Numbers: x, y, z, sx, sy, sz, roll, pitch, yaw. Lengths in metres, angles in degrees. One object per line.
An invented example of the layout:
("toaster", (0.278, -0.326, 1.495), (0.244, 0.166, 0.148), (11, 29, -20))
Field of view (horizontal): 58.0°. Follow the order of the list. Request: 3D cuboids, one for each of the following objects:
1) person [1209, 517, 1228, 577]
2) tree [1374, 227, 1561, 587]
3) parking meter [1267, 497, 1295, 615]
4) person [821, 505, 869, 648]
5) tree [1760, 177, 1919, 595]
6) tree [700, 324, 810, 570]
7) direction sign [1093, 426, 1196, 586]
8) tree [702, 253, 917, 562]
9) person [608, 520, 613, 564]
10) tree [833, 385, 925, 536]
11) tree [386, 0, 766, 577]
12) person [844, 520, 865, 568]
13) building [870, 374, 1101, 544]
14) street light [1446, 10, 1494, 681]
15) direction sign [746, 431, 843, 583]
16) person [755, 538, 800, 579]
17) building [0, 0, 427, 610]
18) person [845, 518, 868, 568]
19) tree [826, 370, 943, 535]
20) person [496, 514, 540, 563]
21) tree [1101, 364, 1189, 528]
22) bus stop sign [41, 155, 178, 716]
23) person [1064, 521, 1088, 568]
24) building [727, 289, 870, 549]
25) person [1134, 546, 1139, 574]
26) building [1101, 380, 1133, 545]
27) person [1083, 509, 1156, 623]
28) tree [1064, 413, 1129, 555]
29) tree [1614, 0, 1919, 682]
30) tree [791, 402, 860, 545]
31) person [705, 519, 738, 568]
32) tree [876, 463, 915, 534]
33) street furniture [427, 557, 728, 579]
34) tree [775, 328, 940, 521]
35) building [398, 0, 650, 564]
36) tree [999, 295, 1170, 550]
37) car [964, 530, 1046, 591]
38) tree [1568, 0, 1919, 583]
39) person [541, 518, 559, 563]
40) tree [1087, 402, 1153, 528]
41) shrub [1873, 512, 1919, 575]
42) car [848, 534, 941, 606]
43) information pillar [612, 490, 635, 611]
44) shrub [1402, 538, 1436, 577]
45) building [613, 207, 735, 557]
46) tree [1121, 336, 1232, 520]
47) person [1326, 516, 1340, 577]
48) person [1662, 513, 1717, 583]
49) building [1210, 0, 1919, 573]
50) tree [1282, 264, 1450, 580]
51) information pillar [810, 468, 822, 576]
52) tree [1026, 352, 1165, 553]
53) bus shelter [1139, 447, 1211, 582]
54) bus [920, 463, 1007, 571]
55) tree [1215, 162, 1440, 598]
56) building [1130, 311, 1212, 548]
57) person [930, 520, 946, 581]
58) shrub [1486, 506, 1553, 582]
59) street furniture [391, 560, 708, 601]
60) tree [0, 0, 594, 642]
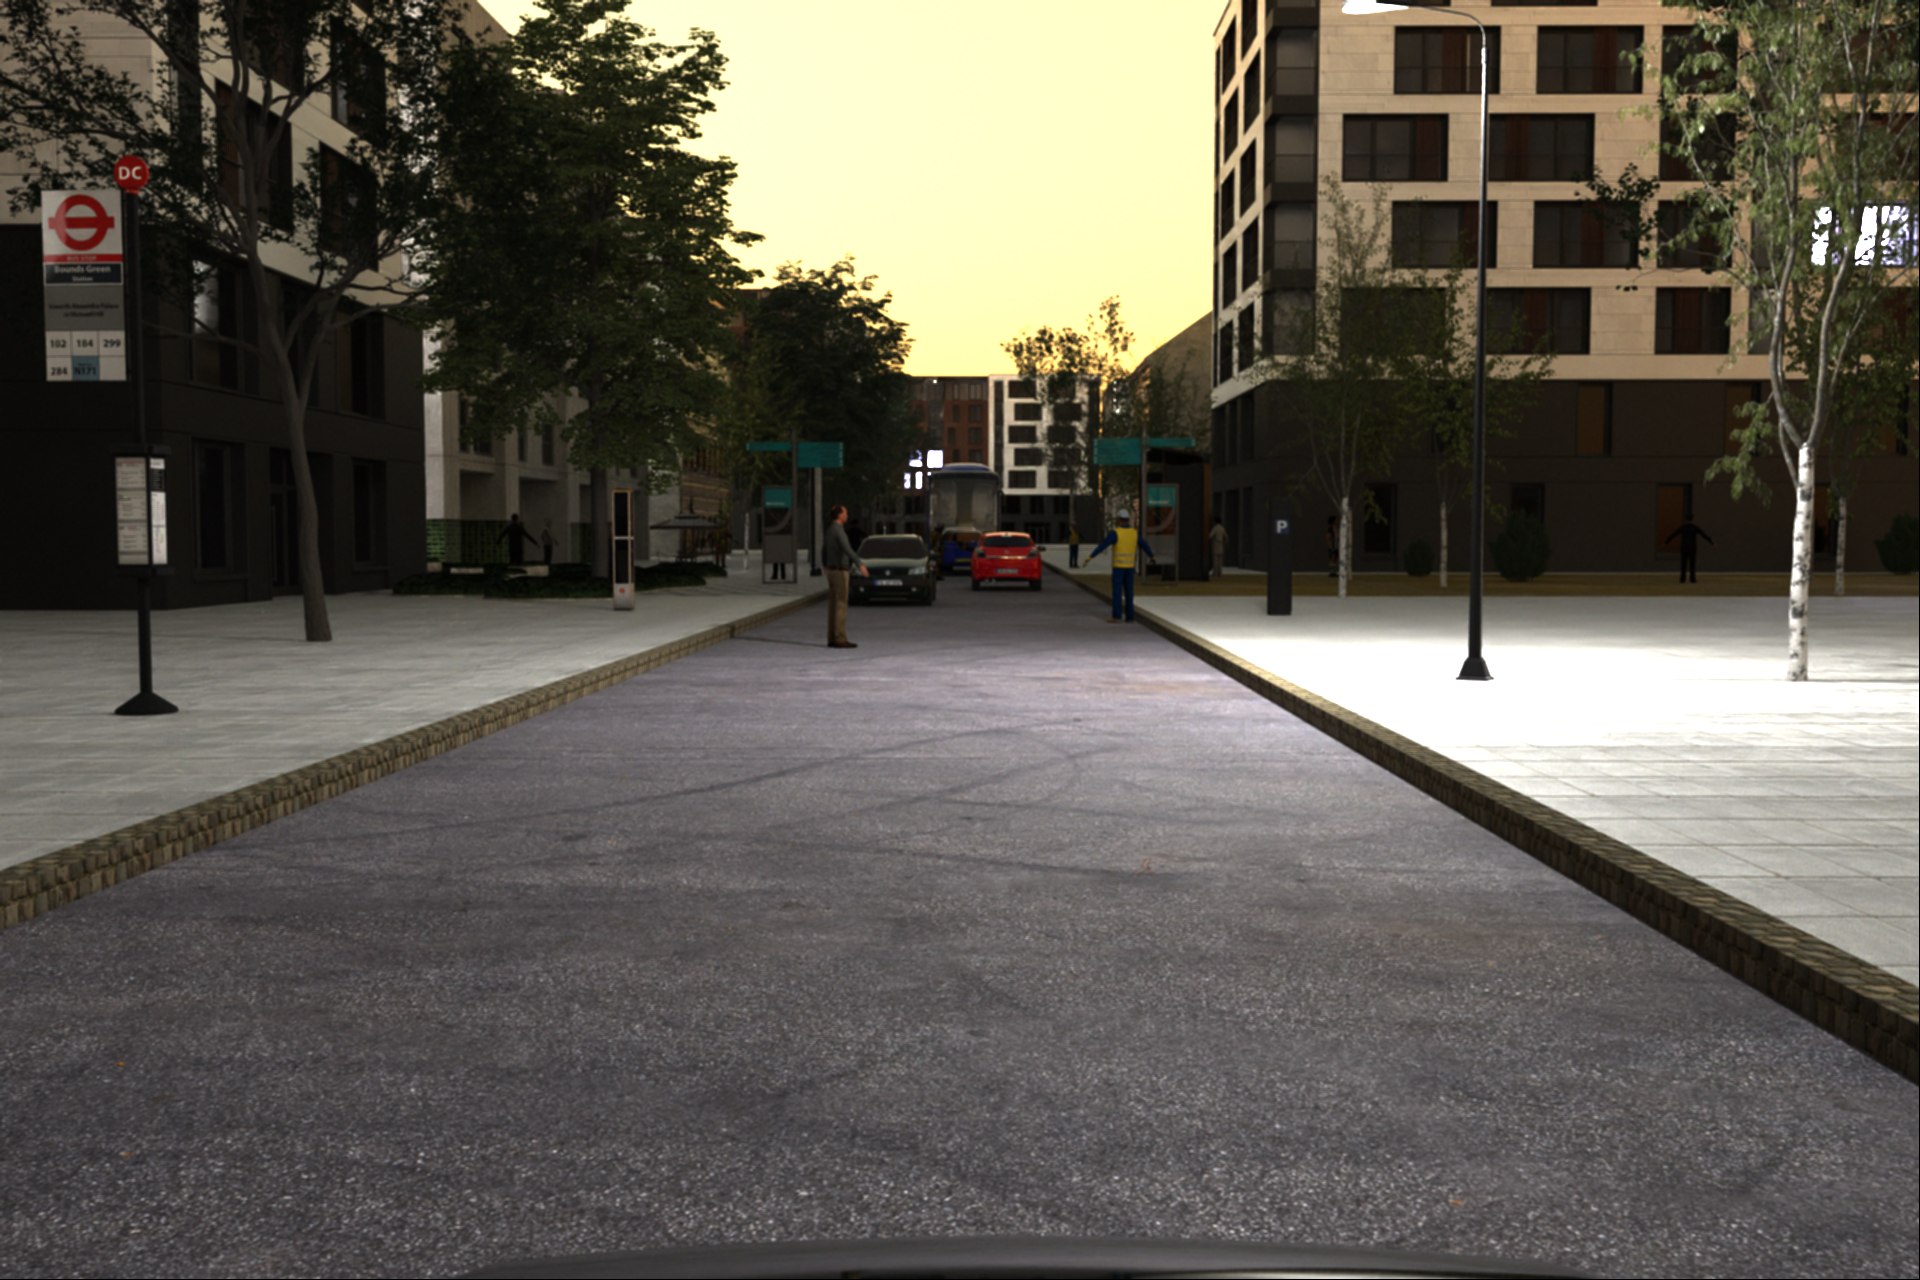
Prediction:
("person", (7.743, -2.823, 52.350), (0.705, 1.806, 1.347), (3, 5, 44))
("tree", (11.898, -5.590, 41.758), (4.737, 8.622, 4.395), (0, 3, 0))
("parking meter", (5.080, -1.327, 27.405), (0.399, 1.863, 0.255), (0, 4, 1))
("person", (-1.511, -0.805, 21.888), (0.705, 1.796, 1.348), (-2, 4, -26))
("tree", (18.658, -5.238, 36.008), (4.737, 8.622, 4.395), (0, 3, 0))
("tree", (-7.535, -6.814, 61.765), (4.737, 8.622, 4.395), (0, 3, 0))
("direction sign", (4.549, -3.278, 42.365), (2.525, 3.948, 1.411), (0, 4, 1))
("tree", (-6.710, -10.501, 78.352), (9.857, 13.997, 8.962), (0, 3, 0))
("person", (-13.662, -3.804, 68.054), (0.705, 1.847, 1.347), (-1, 4, -21))
("tree", (-5.736, -11.439, 112.784), (9.928, 11.665, 9.643), (0, 3, 0))
("tree", (-7.585, -7.162, 35.219), (7.486, 12.596, 7.792), (0, 3, 0))
("person", (-4.118, -3.669, 66.119), (1.346, 1.812, 0.704), (1, 4, 17))
("building", (1.278, -23.626, 232.719), (32.646, 21.610, 27.936), (0, 4, -1))
("street light", (5.081, -2.602, 15.089), (1.470, 5.913, 1.316), (0, 4, 1))
("direction sign", (-4.267, -3.467, 45.452), (2.525, 3.948, 1.411), (0, 4, 1))
("person", (-5.131, -2.615, 48.940), (1.347, 1.806, 0.705), (1, 4, 15))
("building", (-27.228, -11.150, 26.271), (27.936, 21.610, 32.646), (0, 4, 0))
("person", (-3.102, -2.725, 51.280), (1.216, 1.740, 0.721), (0, 4, 1))
("tree", (-6.284, -13.307, 127.935), (12.009, 13.543, 11.850), (0, 3, 0))
("person", (-11.379, -2.335, 44.406), (1.346, 1.802, 0.704), (1, 4, 21))
("tree", (8.012, -7.656, 75.534), (4.737, 8.622, 4.395), (0, 3, 0))
("bus stop sign", (-6.060, -1.445, 12.325), (0.855, 3.939, 0.416), (0, 4, 2))
("person", (4.364, -3.613, 65.542), (1.216, 1.772, 0.721), (-3, 4, -39))
("building", (-23.197, -19.375, 160.759), (27.936, 21.610, 32.646), (0, 4, 0))
("person", (5.654, -2.856, 55.969), (0.599, 1.433, 0.991), (-2, 4, -30))
("building", (26.238, -20.788, 206.336), (16.747, 18.905, 31.486), (0, 4, 1))
("person", (2.624, -1.199, 28.027), (1.349, 1.833, 0.705), (-2, 4, -25))
("tree", (8.992, -9.411, 104.232), (4.360, 8.622, 3.978), (0, 3, 0))
("tree", (7.084, -3.941, 14.798), (4.360, 8.622, 3.978), (0, 3, 0))
("tree", (-6.949, -8.534, 89.897), (4.737, 8.622, 4.395), (0, 3, 0))
("person", (-9.089, -3.670, 65.767), (1.354, 1.858, 0.705), (1, 4, 14))
("tree", (-6.396, -11.743, 142.365), (4.360, 8.622, 3.978), (0, 3, 0))
("street furniture", (-11.816, -2.068, 49.441), (10.072, 0.657, 5.734), (0, 4, -1))
("tree", (-6.385, -11.732, 102.189), (12.009, 13.543, 11.850), (0, 3, 0))
("building", (-24.059, -12.413, 69.417), (16.747, 18.905, 31.486), (0, 4, 1))
("tree", (9.825, -17.227, 137.554), (12.611, 20.169, 13.585), (0, 3, 0))
("car", (1.189, -2.215, 45.249), (2.155, 1.783, 4.494), (0, 4, 0))
("tree", (22.919, -11.623, 45.922), (12.611, 20.169, 13.585), (0, 3, 0))
("person", (-13.448, -3.090, 56.642), (0.705, 1.813, 1.348), (-2, 4, -31))
("tree", (8.841, -8.989, 97.329), (4.360, 8.622, 3.978), (0, 3, 0))
("shrub", (29.849, -3.077, 54.734), (1.690, 2.028, 1.600), (0, 3, 0))
("car", (-1.385, -1.601, 35.956), (2.009, 1.686, 4.222), (0, 4, 1))
("information pillar", (-5.641, -1.501, 29.028), (0.304, 2.012, 0.304), (0, 4, 1))
("shrub", (13.703, -2.481, 51.681), (1.383, 1.207, 1.383), (0, 3, 0))
("building", (-24.400, -16.691, 103.822), (19.493, 23.208, 18.063), (0, 4, 1))
("tree", (7.854, -6.969, 64.310), (4.360, 8.622, 3.978), (0, 3, 0))
("person", (11.159, -2.781, 51.621), (0.704, 1.843, 1.345), (2, 4, 33))
("person", (19.174, -2.424, 45.564), (1.347, 1.837, 0.705), (2, 4, 27))
("building", (24.312, -14.031, 73.389), (27.936, 21.610, 32.646), (0, 4, 1))
("tree", (11.036, -5.963, 47.856), (4.737, 8.622, 4.395), (0, 3, 0))
("information pillar", (-4.422, -3.781, 53.138), (0.184, 3.620, 1.656), (0, 4, 2))
("tree", (9.454, -12.667, 117.470), (12.009, 13.543, 11.850), (0, 3, 0))
("bus shelter", (5.953, -3.573, 49.707), (1.731, 3.624, 6.357), (0, 4, 0))
("bus", (0.221, -4.413, 63.701), (2.896, 3.916, 12.251), (0, 4, 1))
("tree", (7.745, -5.130, 34.237), (4.360, 8.622, 3.978), (0, 3, 0))
("building", (25.708, -19.976, 157.528), (19.493, 23.208, 18.063), (0, 4, 1))
("person", (-0.615, -2.763, 53.394), (0.705, 1.858, 1.354), (0, 4, 6))
("shrub", (15.054, -2.576, 46.542), (1.690, 2.028, 1.600), (0, 3, 0))
("street furniture", (-8.855, -1.396, 38.458), (5.734, 0.657, 10.072), (0, 4, 6))
("tree", (-7.960, -5.275, 20.656), (7.601, 10.594, 8.767), (2, 4, 34))
